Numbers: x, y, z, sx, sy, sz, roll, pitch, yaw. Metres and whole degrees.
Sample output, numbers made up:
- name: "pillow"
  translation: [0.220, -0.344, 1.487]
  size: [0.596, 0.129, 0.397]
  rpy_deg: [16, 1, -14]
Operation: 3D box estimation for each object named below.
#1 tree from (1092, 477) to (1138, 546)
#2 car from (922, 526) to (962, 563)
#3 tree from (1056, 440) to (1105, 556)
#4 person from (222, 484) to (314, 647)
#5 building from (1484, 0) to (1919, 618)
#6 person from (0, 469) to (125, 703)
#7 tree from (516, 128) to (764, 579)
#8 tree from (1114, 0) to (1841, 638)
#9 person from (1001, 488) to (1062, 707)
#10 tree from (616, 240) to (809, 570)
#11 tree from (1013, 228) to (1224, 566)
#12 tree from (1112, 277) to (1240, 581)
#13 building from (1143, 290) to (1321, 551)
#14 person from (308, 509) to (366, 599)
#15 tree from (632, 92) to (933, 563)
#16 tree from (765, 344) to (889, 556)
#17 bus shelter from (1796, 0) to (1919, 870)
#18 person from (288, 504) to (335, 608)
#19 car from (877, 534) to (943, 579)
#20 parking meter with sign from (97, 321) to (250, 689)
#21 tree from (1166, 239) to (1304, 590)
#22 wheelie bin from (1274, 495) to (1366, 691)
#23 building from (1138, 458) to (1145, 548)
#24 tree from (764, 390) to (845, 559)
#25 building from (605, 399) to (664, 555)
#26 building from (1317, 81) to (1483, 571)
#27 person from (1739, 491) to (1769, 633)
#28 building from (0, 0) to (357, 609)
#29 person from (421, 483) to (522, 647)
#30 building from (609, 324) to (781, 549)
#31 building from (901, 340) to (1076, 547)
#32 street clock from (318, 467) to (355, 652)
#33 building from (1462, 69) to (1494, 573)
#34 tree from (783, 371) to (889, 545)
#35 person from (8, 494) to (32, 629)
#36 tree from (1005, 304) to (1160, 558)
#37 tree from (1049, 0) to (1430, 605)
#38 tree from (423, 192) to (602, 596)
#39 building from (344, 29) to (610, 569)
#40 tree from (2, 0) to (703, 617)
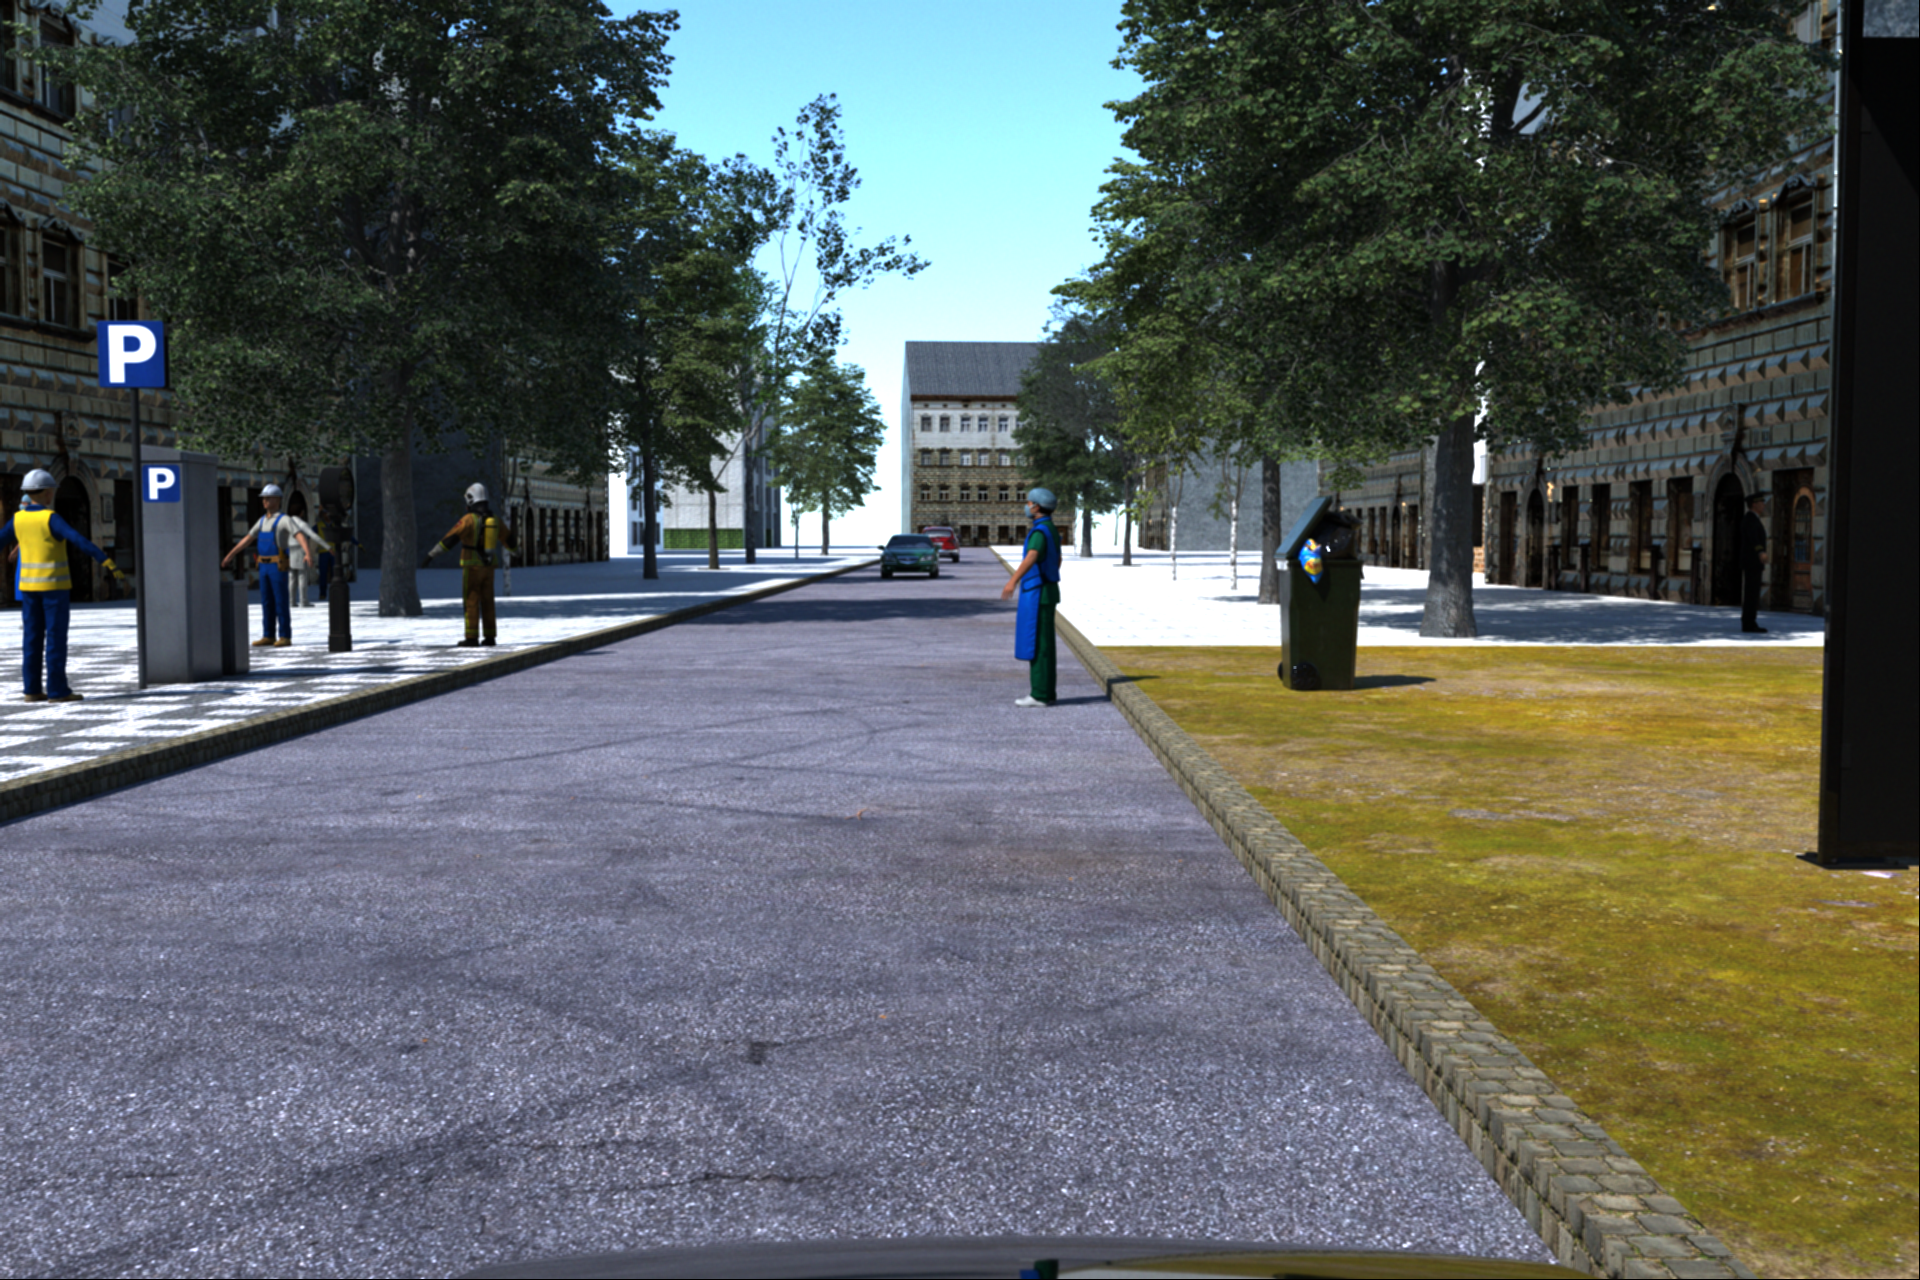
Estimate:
- name: "tree"
  translation: [17.649, -15.779, 192.395]
  size: [7.601, 10.594, 8.767]
  rpy_deg: [0, 4, 3]
- name: "car"
  translation: [-1.063, -4.835, 87.720]
  size: [2.281, 1.827, 5.304]
  rpy_deg: [0, 4, 1]
- name: "tree"
  translation: [6.852, -9.331, 102.927]
  size: [4.737, 8.622, 4.395]
  rpy_deg: [0, 3, 0]
- name: "person"
  translation: [-7.863, -0.853, 19.804]
  size: [1.347, 1.847, 0.705]
  rpy_deg: [2, 4, 24]
- name: "building"
  translation: [22.587, -12.451, 34.495]
  size: [19.493, 23.208, 18.063]
  rpy_deg: [0, 4, 1]
- name: "person"
  translation: [-6.974, -0.418, 13.296]
  size: [1.216, 1.772, 0.721]
  rpy_deg: [1, 4, 12]
- name: "tree"
  translation: [-9.101, -8.004, 48.985]
  size: [7.486, 12.596, 7.792]
  rpy_deg: [0, 3, 0]
- name: "tree"
  translation: [6.098, -7.016, 21.367]
  size: [9.857, 13.997, 8.962]
  rpy_deg: [0, 3, 0]
- name: "person"
  translation: [0.645, -0.361, 14.486]
  size: [0.704, 1.817, 1.347]
  rpy_deg: [1, 4, 18]
- name: "tree"
  translation: [-9.043, -8.352, 62.309]
  size: [9.928, 11.665, 9.643]
  rpy_deg: [0, 3, 0]
- name: "tree"
  translation: [6.833, -9.710, 69.135]
  size: [12.009, 13.543, 11.850]
  rpy_deg: [0, 3, 0]
- name: "tree"
  translation: [5.938, -5.963, 47.855]
  size: [4.737, 8.622, 4.395]
  rpy_deg: [0, 3, 0]
- name: "building"
  translation: [24.632, -18.660, 136.022]
  size: [19.493, 23.208, 18.063]
  rpy_deg: [0, 4, 1]
- name: "person"
  translation: [-12.404, -1.717, 34.047]
  size: [1.349, 1.833, 0.705]
  rpy_deg: [-2, 4, -28]
- name: "tree"
  translation: [-8.055, -13.362, 74.363]
  size: [12.611, 20.169, 13.585]
  rpy_deg: [0, 3, 0]
- name: "tree"
  translation: [-8.019, -11.338, 103.496]
  size: [7.486, 12.596, 7.792]
  rpy_deg: [0, 3, 0]
- name: "bus shelter"
  translation: [3.842, -0.752, 3.585]
  size: [1.731, 3.624, 6.357]
  rpy_deg: [0, 4, -1]
- name: "person"
  translation: [-11.570, -1.476, 30.319]
  size: [1.347, 1.806, 0.705]
  rpy_deg: [1, 4, 16]
- name: "car"
  translation: [-1.630, -2.777, 57.199]
  size: [2.131, 1.459, 4.920]
  rpy_deg: [0, 4, 0]
- name: "parking meter with sign"
  translation: [-6.759, -1.150, 15.066]
  size: [0.543, 3.016, 1.738]
  rpy_deg: [0, 3, 0]
- name: "tree"
  translation: [6.063, -5.447, 39.422]
  size: [4.360, 8.622, 3.978]
  rpy_deg: [0, 3, 0]
- name: "wheelie bin"
  translation: [2.999, -0.399, 14.426]
  size: [0.693, 1.594, 0.980]
  rpy_deg: [0, 4, 1]
- name: "building"
  translation: [26.069, -19.798, 154.633]
  size: [19.493, 23.208, 18.063]
  rpy_deg: [0, 4, 1]
- name: "tree"
  translation: [-8.588, -8.455, 88.606]
  size: [4.360, 8.622, 3.978]
  rpy_deg: [0, 3, 0]
- name: "building"
  translation: [-25.214, -10.964, 121.403]
  size: [9.099, 9.664, 28.070]
  rpy_deg: [0, 4, 0]
- name: "building"
  translation: [25.511, -14.574, 69.216]
  size: [19.493, 23.208, 18.063]
  rpy_deg: [0, 4, 0]
- name: "person"
  translation: [10.398, -1.022, 22.642]
  size: [0.705, 1.837, 1.347]
  rpy_deg: [1, 4, 21]
- name: "building"
  translation: [-25.413, -12.570, 36.455]
  size: [19.493, 23.208, 18.063]
  rpy_deg: [0, 4, 1]
- name: "person"
  translation: [-5.499, -0.854, 19.727]
  size: [0.705, 1.858, 1.354]
  rpy_deg: [3, 4, 38]
- name: "building"
  translation: [-26.682, -18.021, 161.107]
  size: [16.747, 18.905, 31.486]
  rpy_deg: [0, 3, 0]
- name: "building"
  translation: [2.821, -22.203, 196.399]
  size: [18.063, 23.208, 19.493]
  rpy_deg: [0, 4, -5]
- name: "street clock"
  translation: [-6.751, -0.871, 18.810]
  size: [0.358, 2.002, 0.471]
  rpy_deg: [0, 4, 1]
- name: "building"
  translation: [21.908, -12.300, 57.523]
  size: [16.016, 20.090, 11.380]
  rpy_deg: [0, 4, 0]
- name: "tree"
  translation: [-14.088, -20.877, 197.224]
  size: [12.611, 20.169, 13.585]
  rpy_deg: [0, 3, 0]
- name: "person"
  translation: [-12.452, -1.044, 23.199]
  size: [0.704, 1.817, 1.347]
  rpy_deg: [-3, 5, -41]
- name: "tree"
  translation: [6.802, -11.445, 93.775]
  size: [9.857, 13.997, 8.962]
  rpy_deg: [0, 3, 0]
- name: "tree"
  translation: [5.476, -6.950, 31.753]
  size: [7.486, 12.596, 7.792]
  rpy_deg: [0, 3, 0]
- name: "tree"
  translation: [-9.356, -5.191, 35.228]
  size: [4.360, 8.622, 3.978]
  rpy_deg: [0, 3, 0]
- name: "building"
  translation: [-25.971, -14.768, 72.388]
  size: [19.493, 23.208, 18.063]
  rpy_deg: [0, 4, 1]
- name: "tree"
  translation: [-8.875, -7.341, 26.687]
  size: [9.857, 13.997, 8.962]
  rpy_deg: [0, 3, 0]
